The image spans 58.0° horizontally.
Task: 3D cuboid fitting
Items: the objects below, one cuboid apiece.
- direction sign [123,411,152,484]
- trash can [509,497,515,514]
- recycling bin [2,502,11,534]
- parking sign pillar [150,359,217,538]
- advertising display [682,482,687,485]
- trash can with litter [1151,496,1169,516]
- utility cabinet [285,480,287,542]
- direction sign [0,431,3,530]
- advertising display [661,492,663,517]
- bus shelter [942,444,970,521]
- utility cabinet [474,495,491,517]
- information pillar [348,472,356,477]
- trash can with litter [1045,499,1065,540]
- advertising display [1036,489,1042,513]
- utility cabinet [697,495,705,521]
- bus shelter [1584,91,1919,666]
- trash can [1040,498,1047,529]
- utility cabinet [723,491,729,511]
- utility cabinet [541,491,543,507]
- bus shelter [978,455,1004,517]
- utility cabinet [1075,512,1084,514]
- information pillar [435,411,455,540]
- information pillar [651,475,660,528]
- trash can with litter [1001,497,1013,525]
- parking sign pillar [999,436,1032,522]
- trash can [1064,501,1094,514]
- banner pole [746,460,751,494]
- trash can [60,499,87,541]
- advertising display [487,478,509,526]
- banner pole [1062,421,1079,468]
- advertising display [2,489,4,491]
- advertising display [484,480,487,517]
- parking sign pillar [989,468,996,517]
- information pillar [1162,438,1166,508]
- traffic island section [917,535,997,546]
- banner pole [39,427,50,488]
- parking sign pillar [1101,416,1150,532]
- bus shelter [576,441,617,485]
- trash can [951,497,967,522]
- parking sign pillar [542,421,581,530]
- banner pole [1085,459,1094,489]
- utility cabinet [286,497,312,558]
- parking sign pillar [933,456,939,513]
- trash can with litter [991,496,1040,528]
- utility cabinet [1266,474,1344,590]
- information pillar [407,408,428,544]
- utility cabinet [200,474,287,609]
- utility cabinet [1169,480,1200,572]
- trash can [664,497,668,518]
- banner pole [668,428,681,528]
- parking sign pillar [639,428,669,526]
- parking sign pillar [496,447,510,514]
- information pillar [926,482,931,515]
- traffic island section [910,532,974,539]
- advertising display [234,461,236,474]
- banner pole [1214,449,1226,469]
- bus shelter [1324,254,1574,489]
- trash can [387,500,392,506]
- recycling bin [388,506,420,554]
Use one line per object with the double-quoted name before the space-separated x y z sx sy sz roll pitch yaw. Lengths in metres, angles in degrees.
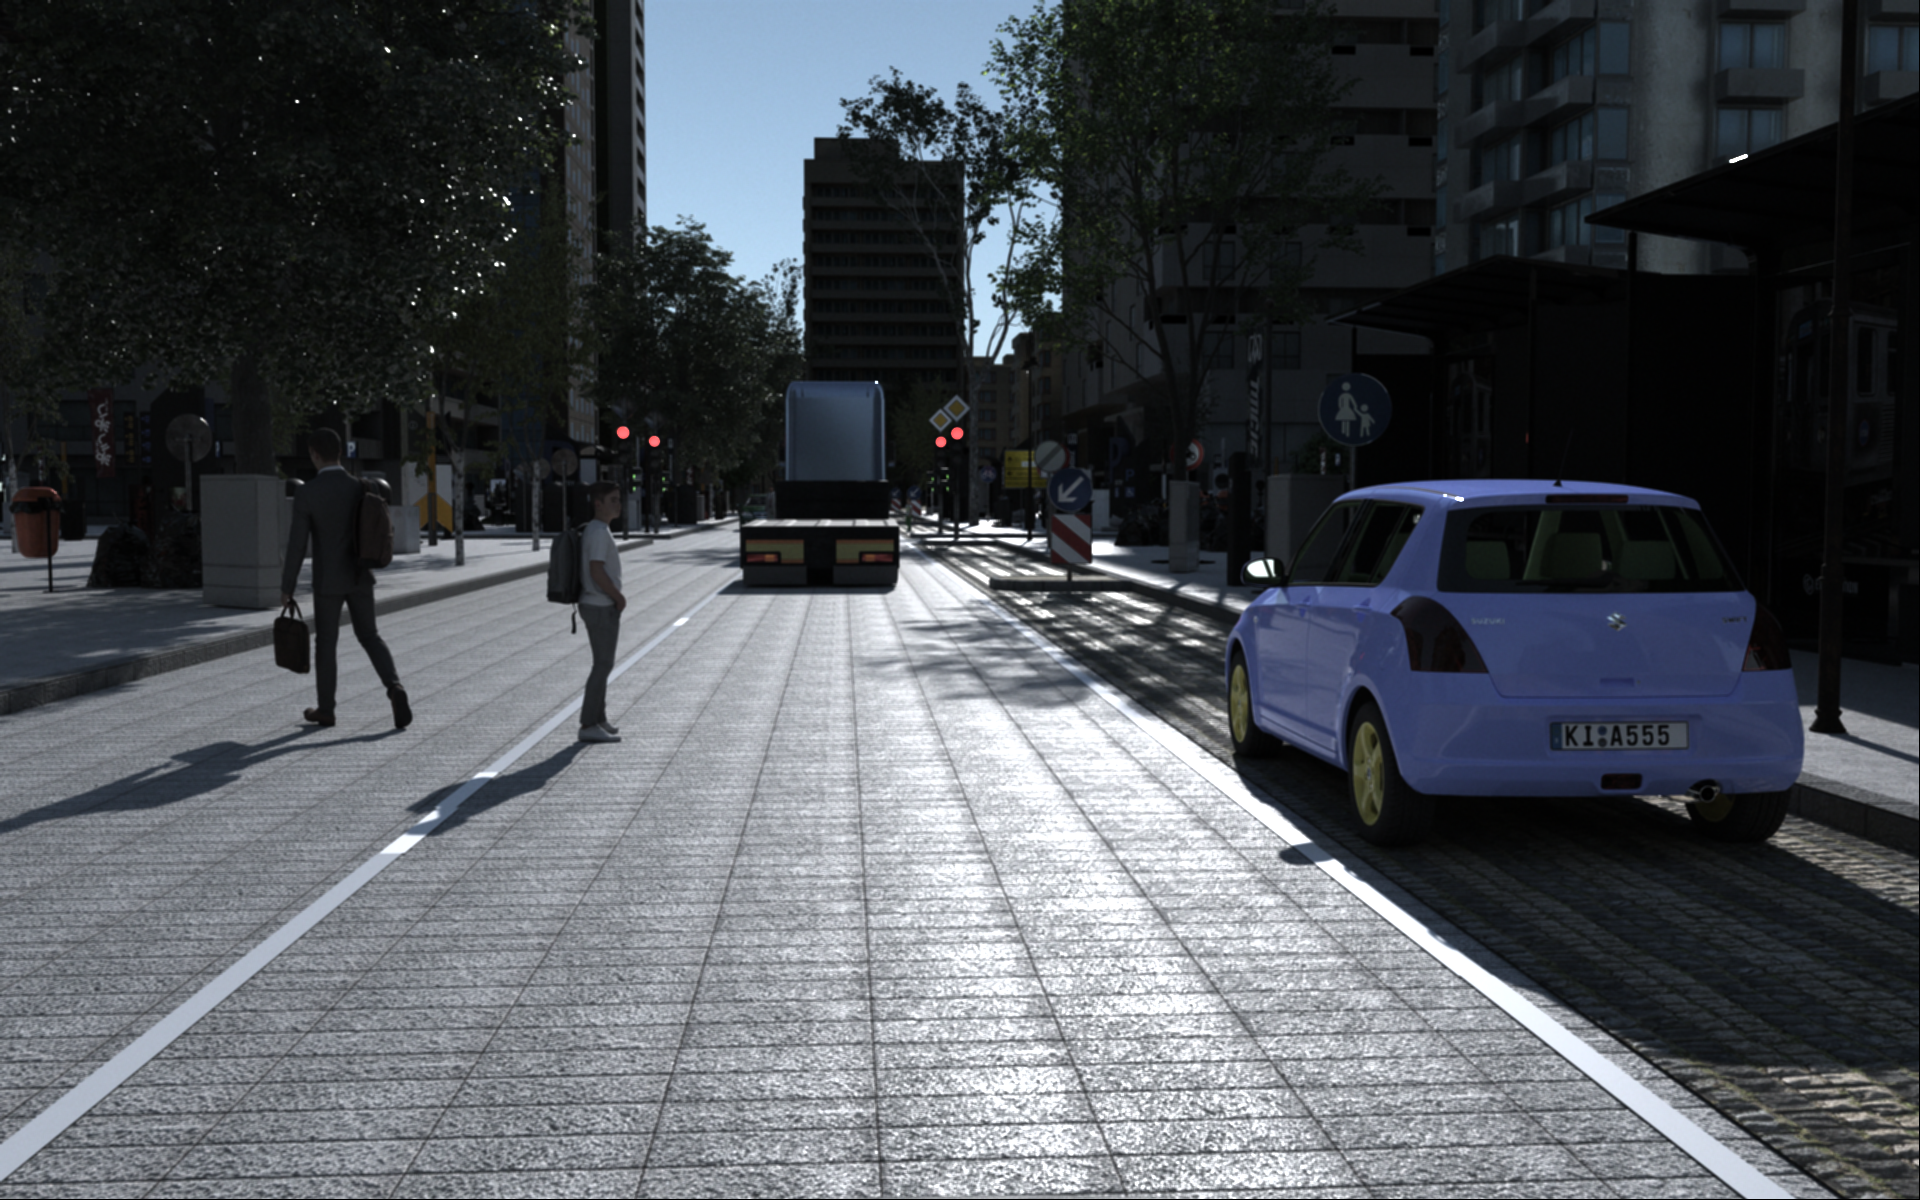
"direction sign" -22.587 -3.404 47.647 0.876 3.537 0.379 1 4 15
"trash can" -20.503 -4.187 80.106 0.748 1.137 0.748 0 3 0
"recycling bin" -30.364 -2.653 55.930 0.722 1.027 0.722 0 4 7
"parking sign pillar" -15.650 -2.842 34.934 1.447 3.967 1.447 1 4 21
"advertising display" -15.071 -5.458 94.459 0.974 1.923 0.123 0 4 -6
"trash can with litter" 5.238 -2.241 48.022 0.624 1.170 1.055 -3 4 -38
"utility cabinet" -10.981 -1.097 26.615 1.173 1.500 0.318 0 4 6
"direction sign" -34.728 -4.309 62.441 0.876 3.537 0.379 3 4 38
"advertising display" -17.286 -5.688 98.209 0.974 1.923 0.123 -3 4 -37
"bus shelter" -0.200 -5.681 84.162 1.731 3.624 6.357 0 4 -4
"utility cabinet" -27.244 -5.370 98.960 1.020 1.237 0.306 1 4 13
"information pillar" -20.675 -3.318 58.749 0.304 2.012 0.304 -3 4 -38
"trash can with litter" 2.742 -2.198 47.317 0.624 1.170 1.055 -2 4 -23
"advertising display" 5.255 -6.931 118.534 0.123 1.923 0.974 -3 4 -39
"utility cabinet" -12.617 -4.348 82.250 1.020 1.237 0.306 2 4 28
"bus shelter" 6.346 -1.253 11.768 1.731 3.624 6.357 0 4 -4
"trash can" 3.314 -3.201 63.988 0.748 1.137 0.748 0 3 0
"utility cabinet" -17.336 -7.322 128.391 0.318 1.500 1.173 0 4 -2
"utility cabinet" -27.525 -6.385 113.079 1.173 1.500 0.318 1 4 13
"bus shelter" 1.197 -6.084 93.405 2.014 3.302 5.546 0 4 -4
"utility cabinet" 4.806 -3.703 71.702 0.306 1.237 1.020 2 4 33
"information pillar" -14.513 -3.506 48.680 0.504 3.616 0.183 -3 5 -40
"information pillar" -11.656 -3.784 66.354 0.304 2.012 0.304 0 4 -5
"trash can with litter" 1.814 -3.556 69.522 0.624 1.170 1.055 0 4 1
"parking sign pillar" 2.787 -5.643 80.742 1.447 3.967 1.447 2 4 27
"trash can" 2.628 -1.642 38.498 0.748 1.137 0.748 0 3 0
"banner pole" -16.317 -8.529 129.471 0.863 3.779 0.401 -3 4 -38
"trash can" -24.532 -2.215 47.875 0.748 1.137 0.748 0 3 0
"advertising display" -18.634 -3.966 70.059 0.974 1.923 0.123 2 4 31
"banner pole" 3.738 -4.253 59.561 0.863 3.779 0.401 -2 4 -32
"advertising display" -70.291 -7.464 127.246 0.123 1.923 0.974 -2 4 -32
"advertising display" -21.549 -4.586 80.190 0.974 1.923 0.123 -3 5 -45
"parking sign pillar" 2.251 -6.682 97.721 1.447 3.967 1.447 1 4 16
"information pillar" 8.611 -5.001 73.123 0.183 3.616 0.504 0 4 -5
"traffic island section" -0.075 -1.630 48.934 2.009 0.180 2.903 0 4 -4
"banner pole" -34.080 -4.560 64.567 0.401 3.779 0.863 0 4 -2
"parking sign pillar" 5.518 -4.304 58.847 1.447 3.967 1.447 -1 4 -18
"bus shelter" -14.709 -4.550 68.319 2.014 3.302 5.546 0 4 -4
"trash can" -0.066 -4.678 88.146 0.748 1.137 0.748 0 3 0
"parking sign pillar" -14.401 -4.533 62.585 1.447 3.967 1.447 0 4 -2
"banner pole" 9.160 -8.153 123.320 0.863 3.779 0.401 0 4 6
"utility cabinet" -13.493 -1.437 34.658 1.020 1.237 0.306 -2 4 -24
"parking sign pillar" -1.542 -7.898 117.606 1.447 3.967 1.447 1 4 8
"trash can with litter" 2.095 -3.436 67.228 2.233 1.210 1.678 -1 4 -13
"utility cabinet" 3.841 -0.650 19.302 0.318 1.500 1.173 3 5 41
"information pillar" -14.030 -3.269 44.797 0.504 3.616 0.183 -1 4 -11
"utility cabinet" -8.099 -0.663 19.522 1.173 1.500 0.318 3 4 38
"utility cabinet" 3.719 -1.217 28.584 0.318 1.500 1.173 1 4 18
"trash can" -15.548 -4.979 93.065 0.748 1.137 0.748 0 3 0
"banner pole" -10.872 -4.620 65.561 0.401 3.779 0.863 1 4 18
"parking sign pillar" -12.633 -5.023 70.592 1.447 3.967 1.447 1 4 14
"parking sign pillar" -24.252 -6.331 91.992 1.447 3.967 1.447 0 4 -1
"information pillar" -1.941 -6.301 107.517 0.304 2.012 0.304 -1 4 -11
"traffic island section" -0.618 -2.117 56.901 2.009 0.180 2.903 0 4 -4
"advertising display" -13.538 -1.710 33.171 0.123 1.923 0.974 1 4 12
"banner pole" 14.445 -6.487 96.073 0.863 3.779 0.401 2 4 31
"bus shelter" 5.907 -1.765 20.144 1.731 3.624 6.357 0 4 -4
"trash can" -13.383 -1.711 39.633 0.748 1.137 0.748 0 3 0
"recycling bin" -12.130 -1.517 37.359 0.722 1.027 0.722 0 4 8
